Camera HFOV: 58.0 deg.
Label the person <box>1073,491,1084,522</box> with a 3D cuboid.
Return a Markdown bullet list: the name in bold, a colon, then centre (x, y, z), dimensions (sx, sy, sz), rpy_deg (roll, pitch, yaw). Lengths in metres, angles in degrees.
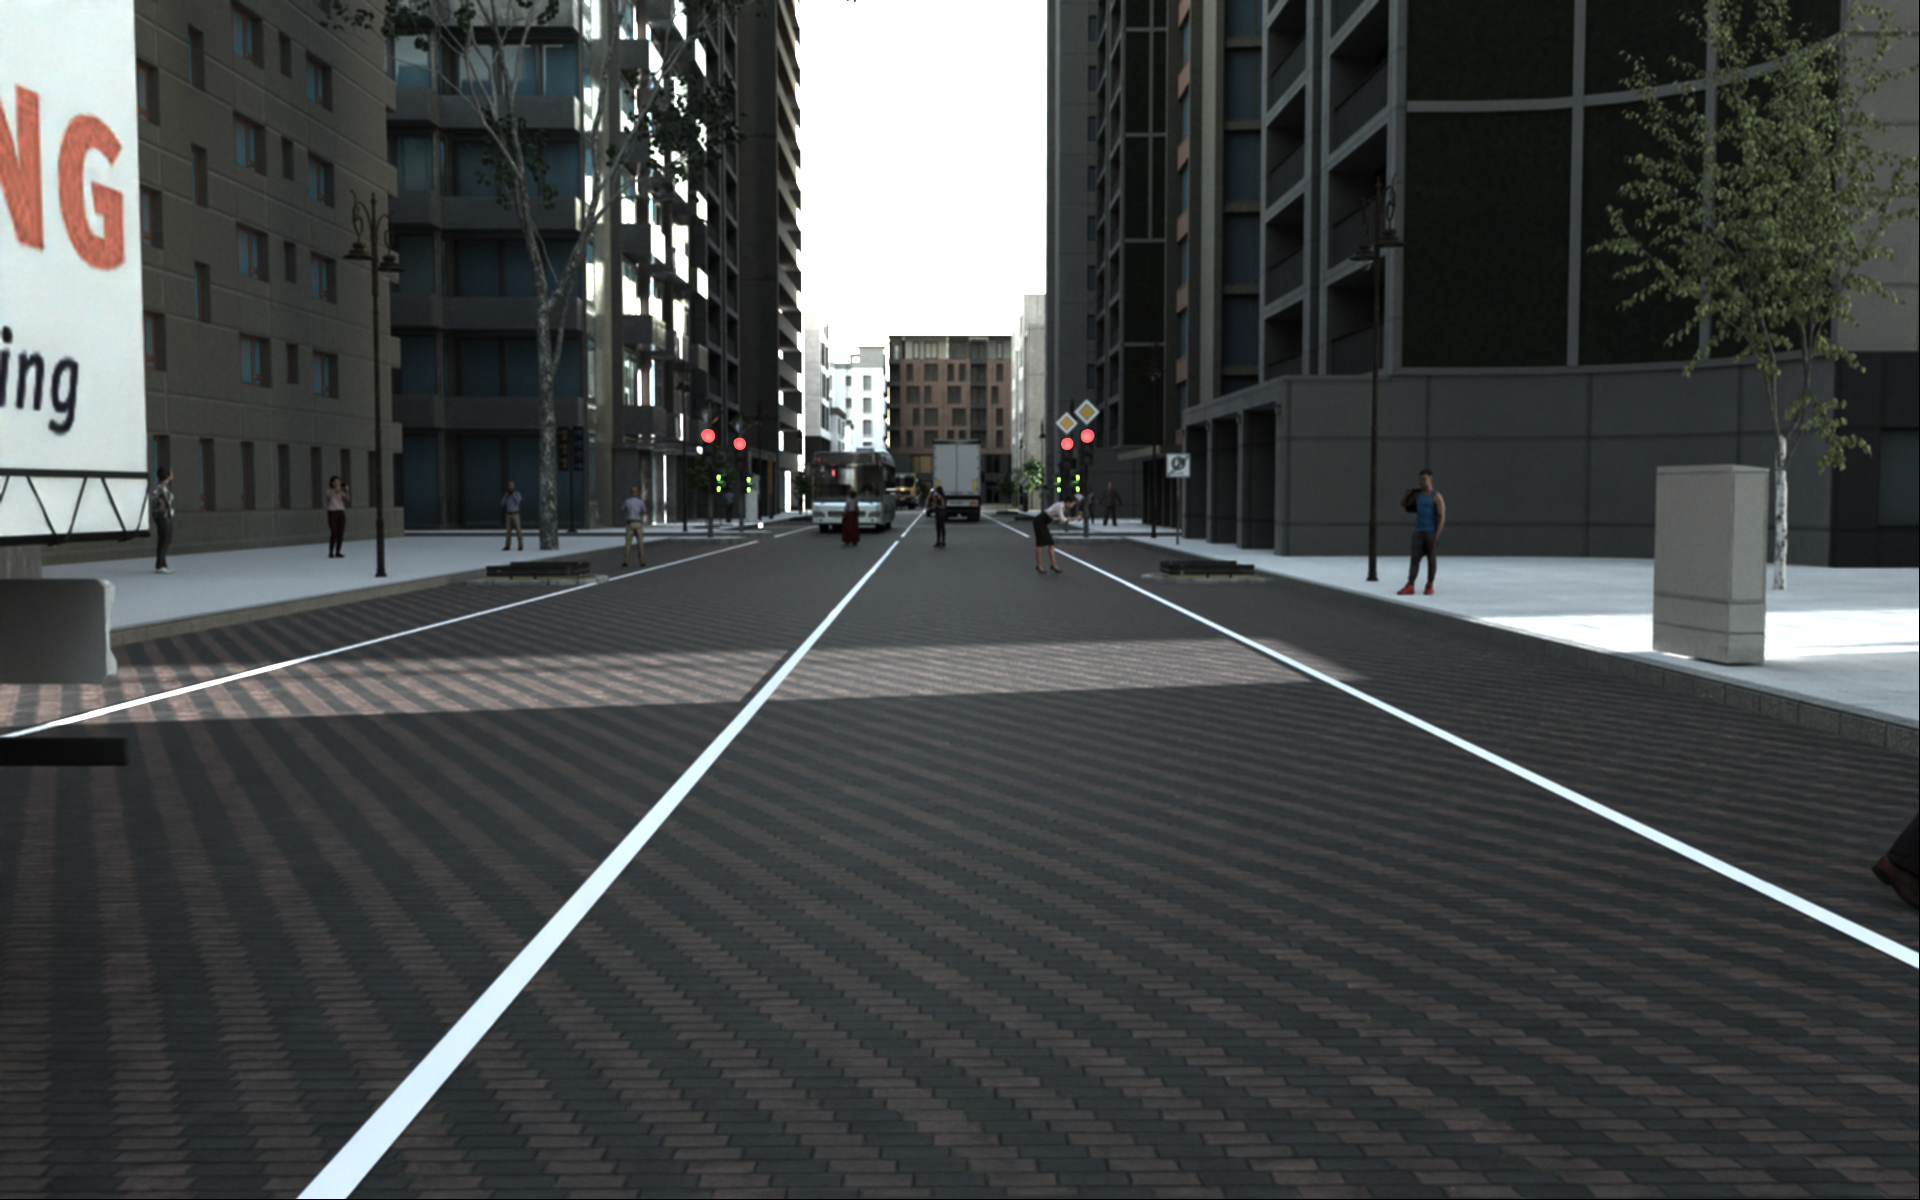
- **person**: centre (5.565, -4.350, 80.357), dimensions (0.799, 1.438, 0.628), rpy_deg (0, 4, 5)

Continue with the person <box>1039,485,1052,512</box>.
- **person**: centre (5.117, -5.915, 102.897), dimensions (0.875, 1.805, 0.789), rpy_deg (1, 4, 14)

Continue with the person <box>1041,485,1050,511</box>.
- **person**: centre (5.215, -6.101, 105.926), dimensions (0.598, 1.807, 0.434), rpy_deg (3, 5, 42)

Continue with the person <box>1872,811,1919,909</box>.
- **person**: centre (3.595, 0.318, 5.996), dimensions (0.574, 1.496, 0.600), rpy_deg (-3, 5, -41)

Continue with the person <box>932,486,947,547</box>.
- **person**: centre (-0.588, -2.245, 46.673), dimensions (0.593, 1.643, 0.415), rpy_deg (3, 5, 44)

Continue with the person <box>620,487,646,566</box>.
- **person**: centre (-6.486, -1.457, 34.393), dimensions (0.516, 1.574, 0.319), rpy_deg (-1, 4, -11)

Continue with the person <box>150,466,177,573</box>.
- **person**: centre (-12.995, -1.312, 28.224), dimensions (0.376, 1.734, 0.841), rpy_deg (-1, 4, -19)

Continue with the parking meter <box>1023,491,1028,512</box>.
- **parking meter**: centre (4.681, -7.081, 124.190), dimensions (0.372, 1.533, 0.369), rpy_deg (0, 3, 0)

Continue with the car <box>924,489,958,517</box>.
- **car**: centre (-1.179, -6.309, 111.818), dimensions (2.281, 1.827, 5.304), rpy_deg (0, 4, -1)

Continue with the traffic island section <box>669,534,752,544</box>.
- **traffic island section**: centre (-7.372, -1.760, 51.054), dimensions (2.009, 0.180, 2.903), rpy_deg (0, 4, -1)

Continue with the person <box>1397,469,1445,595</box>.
- **person**: centre (5.885, -0.873, 22.180), dimensions (0.647, 1.594, 0.662), rpy_deg (3, 5, 39)

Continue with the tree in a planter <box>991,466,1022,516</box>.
- **tree in a planter**: centre (3.016, -7.033, 112.211), dimensions (1.991, 3.239, 1.994), rpy_deg (0, 4, -1)

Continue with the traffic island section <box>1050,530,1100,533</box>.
- **traffic island section**: centre (3.652, -2.256, 59.166), dimensions (2.009, 0.180, 2.903), rpy_deg (0, 4, -1)

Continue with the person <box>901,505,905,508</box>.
- **person**: centre (-5.736, -10.041, 173.387), dimensions (1.217, 1.743, 0.721), rpy_deg (-1, 4, -11)

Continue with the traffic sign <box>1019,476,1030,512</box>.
- **traffic sign**: centre (4.573, -7.523, 123.110), dimensions (0.768, 2.556, 0.104), rpy_deg (1, 4, 9)

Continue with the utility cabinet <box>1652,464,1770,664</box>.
- **utility cabinet**: centre (5.815, -0.291, 13.435), dimensions (0.318, 1.500, 1.173), rpy_deg (0, 4, -4)

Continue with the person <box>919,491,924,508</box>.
- **person**: centre (-4.018, -10.370, 178.492), dimensions (0.568, 1.767, 0.683), rpy_deg (-3, 5, -40)

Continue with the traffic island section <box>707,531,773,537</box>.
- **traffic island section**: centre (-7.468, -2.248, 59.038), dimensions (2.009, 0.180, 2.903), rpy_deg (0, 4, -1)

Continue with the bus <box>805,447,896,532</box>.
- **bus**: centre (-4.075, -4.487, 68.230), dimensions (2.948, 3.499, 13.247), rpy_deg (0, 4, 0)

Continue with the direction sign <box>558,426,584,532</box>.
- **direction sign**: centre (-13.028, -4.040, 58.057), dimensions (0.876, 3.537, 0.379), rpy_deg (1, 4, 10)

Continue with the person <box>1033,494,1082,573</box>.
- **person**: centre (1.743, -1.213, 31.528), dimensions (0.799, 1.438, 0.628), rpy_deg (-2, 4, -24)

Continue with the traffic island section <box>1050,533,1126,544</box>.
- **traffic island section**: centre (3.748, -1.768, 51.182), dimensions (2.009, 0.180, 2.903), rpy_deg (0, 4, -1)

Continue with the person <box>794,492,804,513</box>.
- **person**: centre (-10.871, -6.568, 116.668), dimensions (0.697, 1.427, 0.421), rpy_deg (0, 4, 7)

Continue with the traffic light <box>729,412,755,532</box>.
- **traffic light**: centre (-7.428, -4.280, 58.904), dimensions (0.839, 4.253, 0.868), rpy_deg (0, 4, -1)

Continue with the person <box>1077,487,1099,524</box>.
- **person**: centre (5.474, -4.016, 73.657), dimensions (0.963, 1.587, 0.435), rpy_deg (1, 4, 10)

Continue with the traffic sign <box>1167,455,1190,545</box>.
- **traffic sign**: centre (5.522, -2.554, 43.892), dimensions (0.606, 2.300, 0.079), rpy_deg (0, 4, 0)

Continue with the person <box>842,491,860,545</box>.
- **person**: centre (-3.054, -2.301, 48.589), dimensions (0.523, 1.526, 0.387), rpy_deg (-2, 4, -25)

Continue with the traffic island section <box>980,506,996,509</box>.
- **traffic island section**: centre (2.423, -8.488, 161.646), dimensions (1.991, 0.108, 1.994), rpy_deg (0, 4, -1)

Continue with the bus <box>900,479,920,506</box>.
- **bus**: centre (-6.117, -12.711, 202.689), dimensions (2.948, 3.499, 13.247), rpy_deg (0, 4, 0)

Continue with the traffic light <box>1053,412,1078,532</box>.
- **traffic light**: centre (3.612, -4.289, 59.052), dimensions (0.839, 4.253, 0.868), rpy_deg (0, 4, -1)

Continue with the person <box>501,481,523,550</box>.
- **person**: centre (-10.189, -1.917, 39.444), dimensions (0.516, 1.574, 0.319), rpy_deg (1, 4, 17)

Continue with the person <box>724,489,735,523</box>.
- **person**: centre (-10.276, -4.206, 77.030), dimensions (0.499, 1.552, 0.429), rpy_deg (1, 4, 16)

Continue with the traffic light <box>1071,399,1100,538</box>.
- **traffic light**: centre (3.708, -3.801, 51.067), dimensions (0.839, 4.253, 0.868), rpy_deg (0, 4, -1)

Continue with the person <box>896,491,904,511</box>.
- **person**: centre (-5.290, -8.616, 150.089), dimensions (1.217, 1.735, 0.721), rpy_deg (-1, 4, -14)

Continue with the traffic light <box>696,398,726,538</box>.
- **traffic light**: centre (-7.332, -3.792, 50.919), dimensions (0.839, 4.253, 0.868), rpy_deg (0, 4, -1)

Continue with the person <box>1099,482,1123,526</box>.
- **person**: centre (6.078, -3.866, 69.800), dimensions (0.990, 1.755, 0.434), rpy_deg (0, 4, -2)

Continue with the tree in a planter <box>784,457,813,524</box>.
- **tree in a planter**: centre (-7.430, -5.283, 83.595), dimensions (1.991, 3.239, 1.994), rpy_deg (0, 4, -1)

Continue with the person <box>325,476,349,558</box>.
- **person**: centre (-12.582, -1.685, 35.050), dimensions (0.517, 1.644, 0.566), rpy_deg (0, 4, -6)
